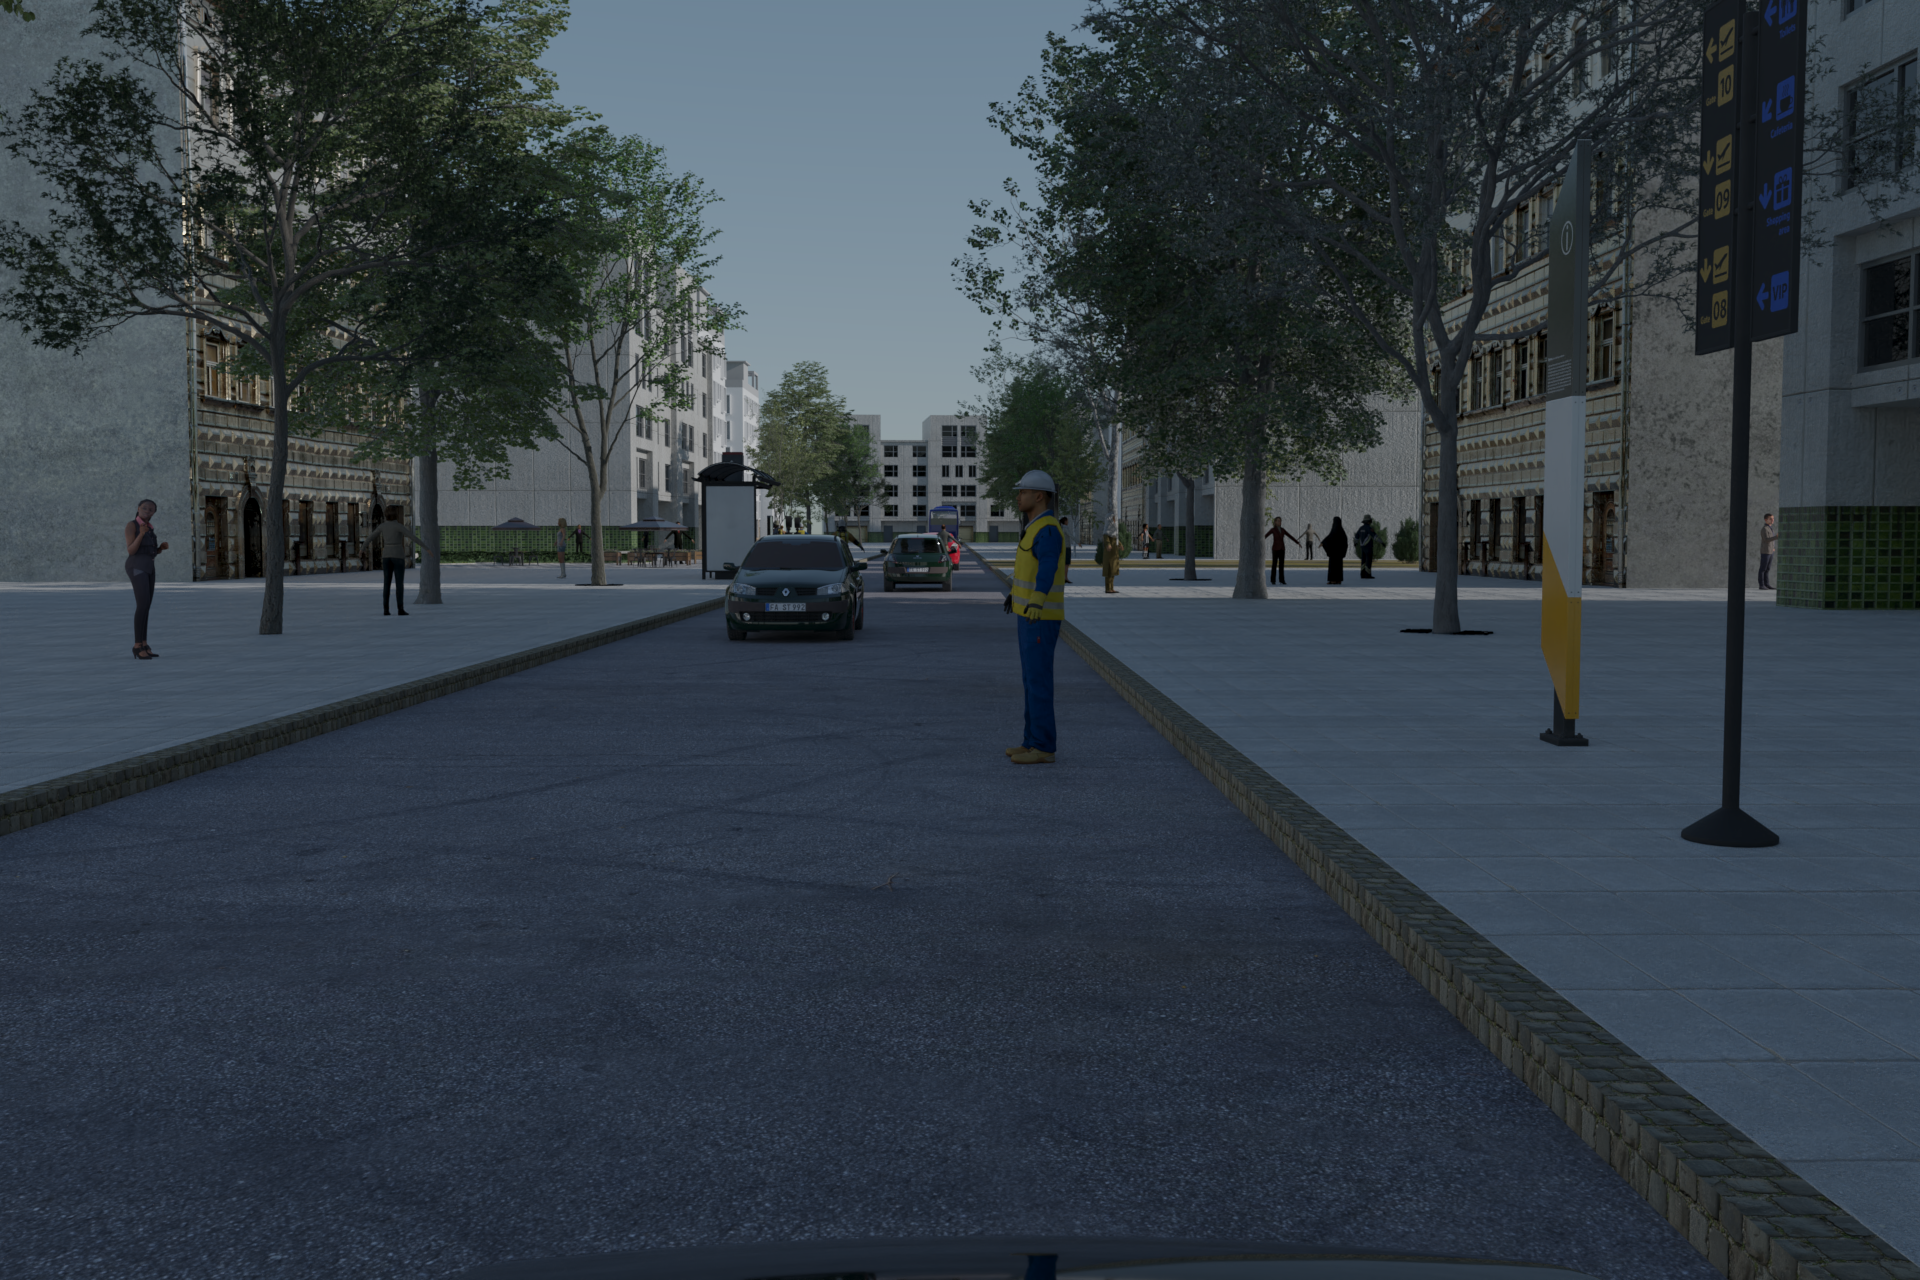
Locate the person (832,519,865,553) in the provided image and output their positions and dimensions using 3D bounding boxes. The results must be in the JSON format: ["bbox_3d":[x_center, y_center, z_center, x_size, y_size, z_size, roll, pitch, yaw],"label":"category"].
[{"bbox_3d":[-3.365,-2.508,49.235,1.354,1.858,0.705,-1,4,-12],"label":"person"}]

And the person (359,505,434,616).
[{"bbox_3d":[-8.914,-1.259,27.346,1.215,1.744,0.721,0,4,6],"label":"person"}]

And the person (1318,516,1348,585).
[{"bbox_3d":[9.510,-2.282,44.098,1.214,1.737,0.721,-3,5,-45],"label":"person"}]

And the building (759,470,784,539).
[{"bbox_3d":[-26.773,-16.975,219.685,9.099,9.664,28.070,0,4,0],"label":"building"}]

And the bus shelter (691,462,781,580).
[{"bbox_3d":[-6.534,-3.502,51.179,2.014,3.302,5.546,0,4,-1],"label":"bus shelter"}]

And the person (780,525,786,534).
[{"bbox_3d":[-9.074,-4.971,88.080,1.217,1.733,0.721,-1,4,-23],"label":"person"}]

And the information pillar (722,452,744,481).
[{"bbox_3d":[-7.166,-4.000,54.779,0.750,3.857,0.750,0,4,-1],"label":"information pillar"}]

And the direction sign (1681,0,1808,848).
[{"bbox_3d":[3.228,-0.927,7.156,0.379,3.537,0.876,0,3,0],"label":"direction sign"}]

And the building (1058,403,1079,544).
[{"bbox_3d":[21.353,-22.467,233.796,16.747,18.905,31.486,0,4,0],"label":"building"}]

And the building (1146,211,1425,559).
[{"bbox_3d":[21.288,-14.500,103.540,16.747,18.905,31.486,0,4,0],"label":"building"}]

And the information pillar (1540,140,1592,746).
[{"bbox_3d":[3.705,-1.177,10.601,0.183,3.616,0.504,0,3,0],"label":"information pillar"}]

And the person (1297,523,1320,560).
[{"bbox_3d":[17.297,-4.874,85.817,1.348,1.813,0.705,-1,4,-20],"label":"person"}]

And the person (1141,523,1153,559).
[{"bbox_3d":[9.458,-5.010,88.057,0.704,1.843,1.345,2,4,30],"label":"person"}]

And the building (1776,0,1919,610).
[{"bbox_3d":[23.052,-9.066,14.692,16.747,18.905,31.486,0,4,0],"label":"building"}]

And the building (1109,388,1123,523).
[{"bbox_3d":[22.107,-20.816,196.762,16.016,20.090,11.380,0,3,0],"label":"building"}]

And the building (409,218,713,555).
[{"bbox_3d":[-26.790,-15.072,112.886,16.747,18.905,31.486,0,4,0],"label":"building"}]

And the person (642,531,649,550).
[{"bbox_3d":[-17.245,-5.443,94.932,0.705,1.837,1.347,0,4,-2],"label":"person"}]

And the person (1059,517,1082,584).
[{"bbox_3d":[2.792,-2.338,45.055,0.721,1.735,1.217,-2,4,-30],"label":"person"}]

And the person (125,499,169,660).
[{"bbox_3d":[-8.385,-0.634,17.883,0.415,1.643,0.593,-3,5,-40],"label":"person"}]

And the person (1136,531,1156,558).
[{"bbox_3d":[10.162,-5.368,94.481,1.216,1.740,0.721,1,4,22],"label":"person"}]

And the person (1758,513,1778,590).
[{"bbox_3d":[18.682,-2.029,39.742,0.617,1.759,0.750,-2,4,-34],"label":"person"}]

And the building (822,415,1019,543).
[{"bbox_3d":[-5.133,-24.119,263.267,31.486,18.905,16.747,0,4,-5],"label":"building"}]

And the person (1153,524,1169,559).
[{"bbox_3d":[10.367,-5.113,89.876,0.705,1.796,1.348,3,5,40],"label":"person"}]

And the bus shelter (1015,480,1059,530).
[{"bbox_3d":[3.464,-5.293,77.826,1.731,3.624,6.357,0,4,0],"label":"bus shelter"}]

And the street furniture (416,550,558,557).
[{"bbox_3d":[-24.535,-4.233,84.829,10.072,0.657,5.734,0,4,7],"label":"street furniture"}]

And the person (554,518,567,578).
[{"bbox_3d":[-11.627,-2.666,50.208,0.721,1.753,1.214,-1,4,-21],"label":"person"}]

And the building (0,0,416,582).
[{"bbox_3d":[-29.591,-13.688,54.725,19.493,23.208,18.063,0,4,1],"label":"building"}]

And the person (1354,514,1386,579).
[{"bbox_3d":[11.706,-2.683,49.728,0.704,1.845,1.351,-2,4,-26],"label":"person"}]

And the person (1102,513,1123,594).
[{"bbox_3d":[3.333,-1.874,37.420,0.721,1.736,1.217,1,4,18],"label":"person"}]

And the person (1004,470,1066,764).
[{"bbox_3d":[0.457,-0.153,10.934,0.705,1.833,1.349,0,4,-4],"label":"person"}]

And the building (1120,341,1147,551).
[{"bbox_3d":[22.696,-18.612,135.239,19.493,23.208,18.063,0,4,0],"label":"building"}]

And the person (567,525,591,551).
[{"bbox_3d":[-20.640,-5.364,93.922,1.346,1.802,0.704,-2,4,-27],"label":"person"}]

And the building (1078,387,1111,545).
[{"bbox_3d":[24.434,-23.111,208.797,19.493,23.208,18.063,0,4,-1],"label":"building"}]

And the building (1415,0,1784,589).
[{"bbox_3d":[24.849,-13.343,49.083,19.493,23.208,18.063,0,3,0],"label":"building"}]

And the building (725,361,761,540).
[{"bbox_3d":[-28.450,-20.400,189.962,16.016,20.090,11.380,0,4,1],"label":"building"}]

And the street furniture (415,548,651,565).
[{"bbox_3d":[-18.634,-3.705,76.211,10.072,0.657,5.734,-1,4,-9],"label":"street furniture"}]

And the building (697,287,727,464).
[{"bbox_3d":[-24.707,-16.957,133.672,16.016,20.090,11.380,0,3,0],"label":"building"}]

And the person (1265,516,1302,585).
[{"bbox_3d":[8.108,-2.270,43.927,1.215,1.729,0.721,-1,4,-17],"label":"person"}]

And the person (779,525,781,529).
[{"bbox_3d":[-10.494,-5.828,101.420,1.346,1.812,0.704,-2,4,-33],"label":"person"}]

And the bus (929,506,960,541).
[{"bbox_3d":[-1.391,-9.811,151.955,2.896,3.916,12.251,0,4,0],"label":"bus"}]
